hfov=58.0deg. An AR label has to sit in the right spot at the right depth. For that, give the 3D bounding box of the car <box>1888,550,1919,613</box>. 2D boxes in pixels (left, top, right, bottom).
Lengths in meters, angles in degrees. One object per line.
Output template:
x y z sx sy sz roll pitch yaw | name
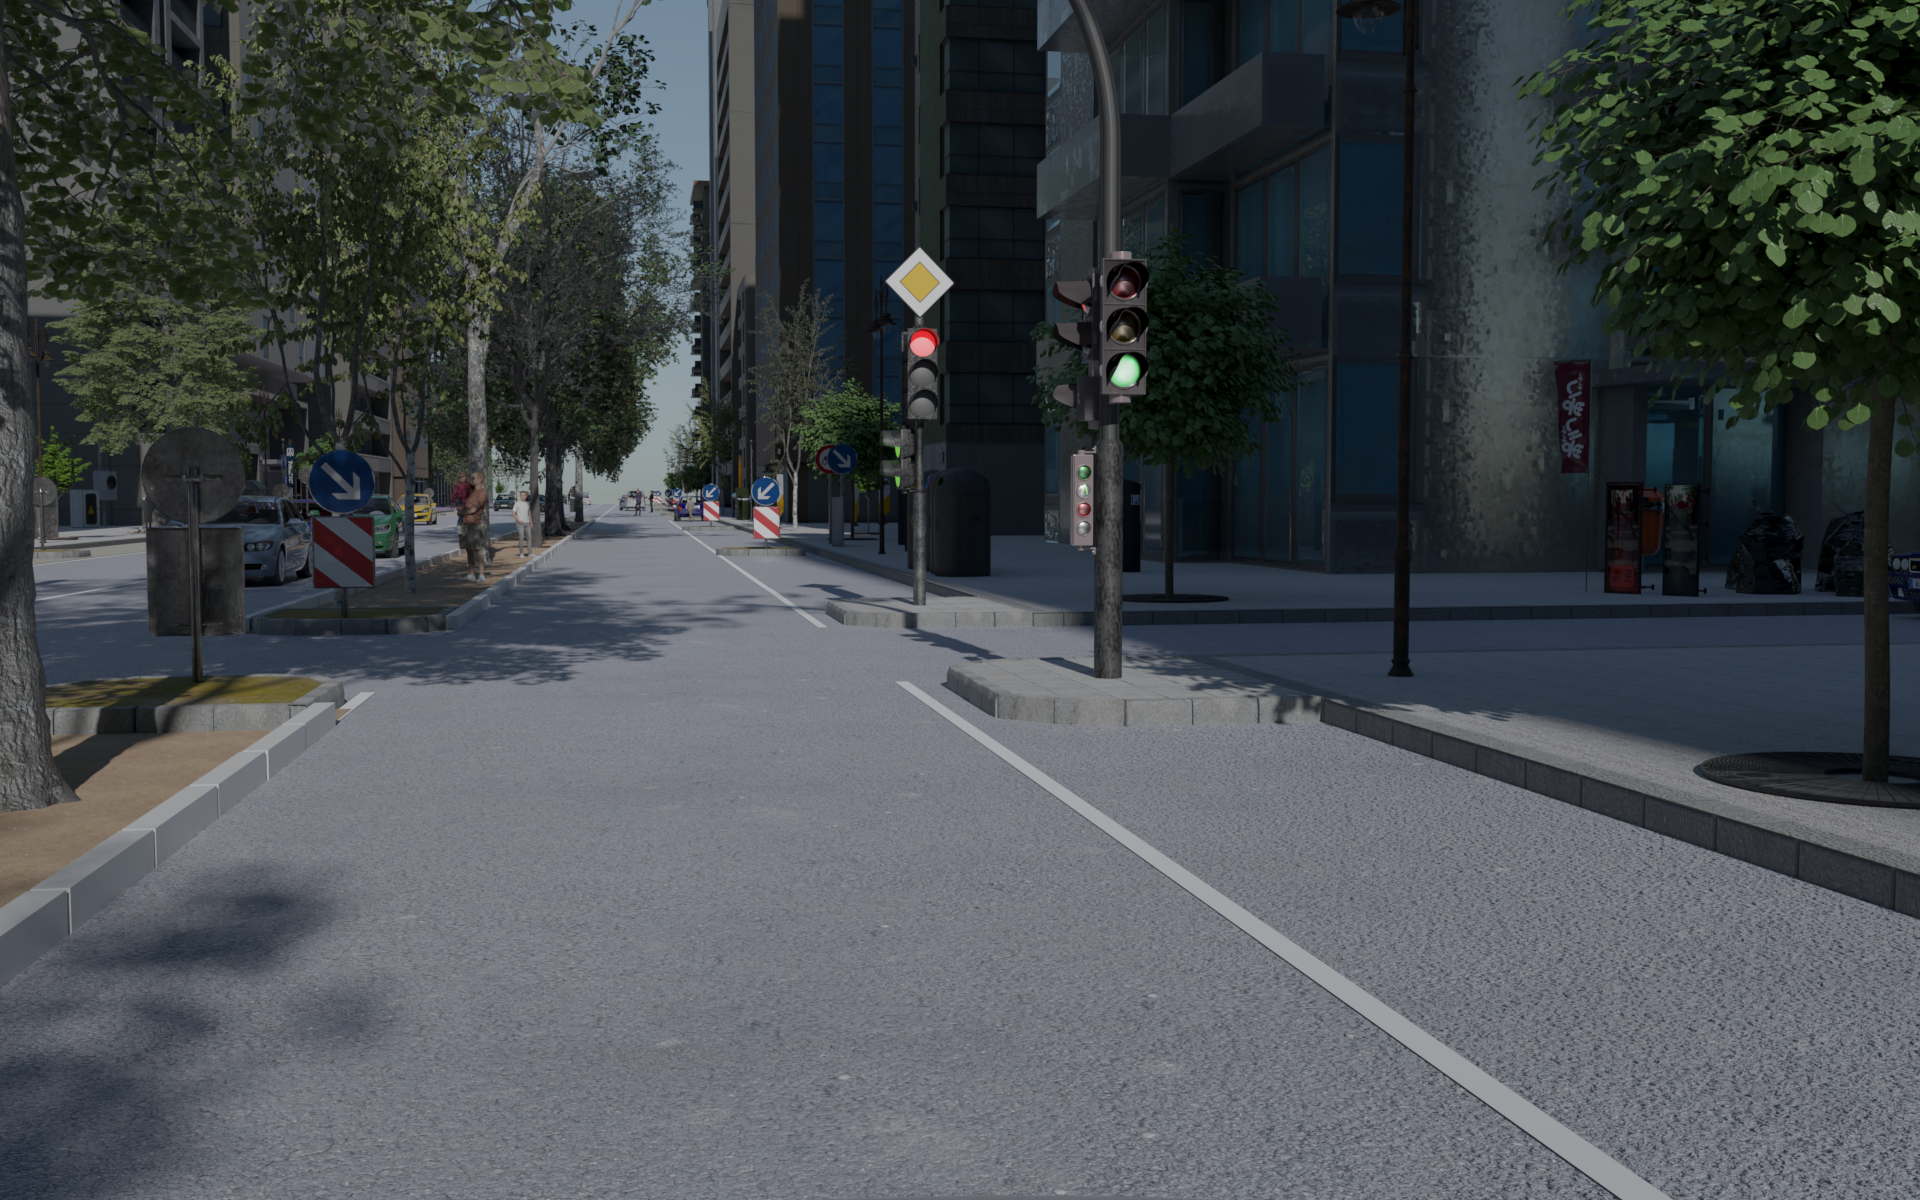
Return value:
12.680 -0.431 19.626 3.894 1.354 1.945 -1 4 -10 | car

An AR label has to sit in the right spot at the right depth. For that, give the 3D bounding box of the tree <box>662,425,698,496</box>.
-28.907 -14.091 180.752 4.360 8.622 3.978 0 3 0 | tree

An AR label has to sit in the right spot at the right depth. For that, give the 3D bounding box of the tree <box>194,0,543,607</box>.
-7.993 -4.409 24.903 4.737 8.622 4.395 0 3 0 | tree

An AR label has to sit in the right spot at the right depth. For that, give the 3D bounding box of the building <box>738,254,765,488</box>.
-2.301 -17.657 133.730 27.650 21.520 28.899 -1 4 -11 | building

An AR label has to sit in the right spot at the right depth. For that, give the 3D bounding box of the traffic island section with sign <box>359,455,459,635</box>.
-6.482 -0.634 18.500 2.006 1.907 1.989 -1 4 -11 | traffic island section with sign

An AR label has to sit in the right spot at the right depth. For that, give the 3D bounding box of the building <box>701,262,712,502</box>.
-25.470 -27.271 217.582 14.160 30.474 14.107 -1 4 -11 | building

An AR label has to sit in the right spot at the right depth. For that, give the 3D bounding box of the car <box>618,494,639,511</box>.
-28.908 -8.539 151.621 2.014 1.417 4.499 -1 4 -10 | car

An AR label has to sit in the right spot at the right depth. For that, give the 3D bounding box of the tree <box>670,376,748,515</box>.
-14.859 -9.563 106.716 4.737 8.622 4.395 0 3 0 | tree

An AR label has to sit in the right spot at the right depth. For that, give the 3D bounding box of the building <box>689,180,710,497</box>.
-25.831 -35.736 238.906 22.147 44.769 28.867 -1 4 -11 | building

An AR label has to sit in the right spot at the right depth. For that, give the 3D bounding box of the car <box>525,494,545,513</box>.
-29.879 -6.864 122.010 2.009 1.686 4.222 -1 4 -13 | car

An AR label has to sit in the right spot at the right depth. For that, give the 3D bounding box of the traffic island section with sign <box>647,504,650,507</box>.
-34.675 -11.613 198.507 1.989 1.847 2.006 -1 4 -11 | traffic island section with sign

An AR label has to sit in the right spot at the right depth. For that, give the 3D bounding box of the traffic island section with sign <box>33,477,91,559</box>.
-20.720 -1.847 38.832 1.989 1.847 2.006 -1 4 -11 | traffic island section with sign

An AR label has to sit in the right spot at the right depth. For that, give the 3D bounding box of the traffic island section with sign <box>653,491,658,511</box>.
-24.446 -8.316 144.586 1.989 1.847 2.006 -1 4 -11 | traffic island section with sign

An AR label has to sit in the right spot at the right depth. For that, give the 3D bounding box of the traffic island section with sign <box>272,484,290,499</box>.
-25.865 -3.505 65.931 1.989 1.847 2.006 -1 4 -11 | traffic island section with sign

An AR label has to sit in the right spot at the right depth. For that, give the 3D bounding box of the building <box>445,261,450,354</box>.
-75.812 -31.886 213.221 32.217 40.220 23.993 -1 4 -11 | building

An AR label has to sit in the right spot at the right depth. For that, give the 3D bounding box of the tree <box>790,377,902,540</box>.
-3.100 -3.966 48.556 4.285 4.588 4.351 0 3 0 | tree

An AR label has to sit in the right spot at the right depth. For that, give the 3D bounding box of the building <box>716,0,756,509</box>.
-10.667 -32.616 156.973 21.300 48.544 21.600 -1 4 -11 | building

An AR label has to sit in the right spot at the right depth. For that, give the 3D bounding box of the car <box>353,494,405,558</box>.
-13.781 -1.721 39.942 2.131 1.459 4.920 -1 4 -12 | car

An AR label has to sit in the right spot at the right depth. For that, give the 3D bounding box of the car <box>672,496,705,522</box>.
-14.243 -4.842 91.740 1.945 1.354 3.894 -1 4 -12 | car

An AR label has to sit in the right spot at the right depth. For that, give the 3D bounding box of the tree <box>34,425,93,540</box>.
-25.402 -3.302 48.587 1.663 3.219 1.824 0 3 0 | tree

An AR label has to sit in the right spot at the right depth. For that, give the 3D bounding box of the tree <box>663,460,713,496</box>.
-24.210 -10.743 159.355 4.285 4.588 4.351 0 3 0 | tree

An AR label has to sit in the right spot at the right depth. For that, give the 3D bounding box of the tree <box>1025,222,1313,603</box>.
2.614 -2.273 20.877 4.285 4.588 4.351 0 3 0 | tree

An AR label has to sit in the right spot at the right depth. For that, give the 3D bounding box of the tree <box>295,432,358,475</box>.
-32.131 -6.413 88.572 4.285 4.588 4.351 0 3 0 | tree

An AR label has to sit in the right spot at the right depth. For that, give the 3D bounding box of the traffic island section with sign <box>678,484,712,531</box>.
-9.945 -3.644 68.207 1.989 1.847 2.006 -1 4 -11 | traffic island section with sign

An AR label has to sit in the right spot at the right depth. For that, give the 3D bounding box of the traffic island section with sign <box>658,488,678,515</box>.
-19.372 -6.684 117.908 1.989 1.847 2.006 -1 4 -11 | traffic island section with sign

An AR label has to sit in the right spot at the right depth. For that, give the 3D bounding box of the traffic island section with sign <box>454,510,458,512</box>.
-40.203 -8.122 141.429 1.989 1.847 2.006 -1 4 -11 | traffic island section with sign

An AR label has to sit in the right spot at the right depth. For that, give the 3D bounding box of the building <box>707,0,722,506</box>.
-17.803 -40.042 196.680 21.231 58.520 28.212 -1 4 -11 | building

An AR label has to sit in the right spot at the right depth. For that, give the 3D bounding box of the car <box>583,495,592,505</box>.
-49.518 -13.184 227.927 2.083 1.381 4.827 -1 4 -10 | car

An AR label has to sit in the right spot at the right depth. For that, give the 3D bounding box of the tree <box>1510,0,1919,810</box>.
4.162 -1.460 7.587 4.285 4.588 4.351 0 3 0 | tree

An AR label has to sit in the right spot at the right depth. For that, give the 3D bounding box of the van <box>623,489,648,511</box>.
-27.437 -8.527 146.433 2.013 2.044 4.112 -1 4 -11 | van

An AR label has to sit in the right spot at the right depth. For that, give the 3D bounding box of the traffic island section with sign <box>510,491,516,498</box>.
-50.535 -11.451 195.856 1.989 1.847 2.006 -1 4 -11 | traffic island section with sign

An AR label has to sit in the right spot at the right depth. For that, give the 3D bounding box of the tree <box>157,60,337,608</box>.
-7.101 -4.084 19.585 4.737 8.622 4.395 0 3 0 | tree

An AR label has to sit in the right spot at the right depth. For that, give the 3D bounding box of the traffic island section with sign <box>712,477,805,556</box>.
-4.736 -1.970 40.830 1.989 1.847 2.006 -1 4 -11 | traffic island section with sign

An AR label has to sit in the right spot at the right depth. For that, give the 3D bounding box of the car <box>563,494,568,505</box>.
-54.553 -13.875 236.638 2.009 1.686 4.222 -1 4 -12 | car

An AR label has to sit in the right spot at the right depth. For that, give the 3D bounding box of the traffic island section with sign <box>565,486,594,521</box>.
-20.509 -5.149 92.323 2.006 1.907 1.989 -1 4 -11 | traffic island section with sign

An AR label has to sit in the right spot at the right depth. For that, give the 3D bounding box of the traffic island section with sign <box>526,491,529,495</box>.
-55.662 -13.101 222.833 1.989 1.847 2.006 -1 4 -11 | traffic island section with sign

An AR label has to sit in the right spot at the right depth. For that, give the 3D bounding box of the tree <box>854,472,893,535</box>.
-2.868 -3.692 54.964 1.663 3.219 1.824 0 3 0 | tree

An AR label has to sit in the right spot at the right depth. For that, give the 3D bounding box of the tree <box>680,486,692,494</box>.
-31.567 -12.590 200.454 1.663 3.219 1.824 0 3 0 | tree

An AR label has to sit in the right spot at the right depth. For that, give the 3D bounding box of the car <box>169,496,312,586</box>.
-11.733 -0.999 28.331 2.014 1.417 4.499 -1 4 -11 | car

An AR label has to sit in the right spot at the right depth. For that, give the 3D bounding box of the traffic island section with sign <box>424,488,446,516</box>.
-35.120 -6.483 114.620 1.989 1.847 2.006 -1 4 -11 | traffic island section with sign

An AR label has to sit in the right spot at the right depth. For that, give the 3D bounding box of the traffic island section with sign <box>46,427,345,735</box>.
-5.110 -0.189 11.221 2.006 1.907 1.989 -1 4 -11 | traffic island section with sign

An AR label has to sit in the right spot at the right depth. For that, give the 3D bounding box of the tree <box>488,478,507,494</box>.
-55.666 -13.127 209.219 1.663 3.219 1.824 0 3 0 | tree

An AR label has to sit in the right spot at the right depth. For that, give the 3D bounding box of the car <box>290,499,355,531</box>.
-13.236 -1.370 34.985 1.945 1.354 3.894 -1 4 -9 | car

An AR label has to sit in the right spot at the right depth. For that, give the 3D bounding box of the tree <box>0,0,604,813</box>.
-4.179 -5.295 7.158 7.486 12.596 7.792 0 3 0 | tree

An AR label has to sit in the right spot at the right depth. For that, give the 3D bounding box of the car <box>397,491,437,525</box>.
-25.217 -4.274 80.108 2.015 1.641 3.980 -1 4 -12 | car

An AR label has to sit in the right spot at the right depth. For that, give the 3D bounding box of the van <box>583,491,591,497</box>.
-52.326 -14.313 241.025 2.013 2.044 4.112 -1 4 -9 | van

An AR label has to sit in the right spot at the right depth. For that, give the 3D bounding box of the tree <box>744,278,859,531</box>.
-5.634 -6.714 60.130 4.360 8.622 3.978 0 3 0 | tree

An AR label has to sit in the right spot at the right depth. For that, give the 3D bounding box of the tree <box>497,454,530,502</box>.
-61.423 -17.768 240.874 4.360 8.622 3.978 0 3 0 | tree

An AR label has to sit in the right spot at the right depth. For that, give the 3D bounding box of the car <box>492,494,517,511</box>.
-38.057 -8.265 144.918 2.009 1.686 4.222 -1 4 -12 | car

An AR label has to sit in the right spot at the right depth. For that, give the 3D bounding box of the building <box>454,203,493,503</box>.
-71.206 -33.666 234.038 14.154 41.232 14.086 -1 4 -11 | building

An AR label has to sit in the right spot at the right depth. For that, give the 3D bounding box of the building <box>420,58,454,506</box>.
-66.787 -34.703 187.002 23.786 49.044 30.456 -1 4 -11 | building
